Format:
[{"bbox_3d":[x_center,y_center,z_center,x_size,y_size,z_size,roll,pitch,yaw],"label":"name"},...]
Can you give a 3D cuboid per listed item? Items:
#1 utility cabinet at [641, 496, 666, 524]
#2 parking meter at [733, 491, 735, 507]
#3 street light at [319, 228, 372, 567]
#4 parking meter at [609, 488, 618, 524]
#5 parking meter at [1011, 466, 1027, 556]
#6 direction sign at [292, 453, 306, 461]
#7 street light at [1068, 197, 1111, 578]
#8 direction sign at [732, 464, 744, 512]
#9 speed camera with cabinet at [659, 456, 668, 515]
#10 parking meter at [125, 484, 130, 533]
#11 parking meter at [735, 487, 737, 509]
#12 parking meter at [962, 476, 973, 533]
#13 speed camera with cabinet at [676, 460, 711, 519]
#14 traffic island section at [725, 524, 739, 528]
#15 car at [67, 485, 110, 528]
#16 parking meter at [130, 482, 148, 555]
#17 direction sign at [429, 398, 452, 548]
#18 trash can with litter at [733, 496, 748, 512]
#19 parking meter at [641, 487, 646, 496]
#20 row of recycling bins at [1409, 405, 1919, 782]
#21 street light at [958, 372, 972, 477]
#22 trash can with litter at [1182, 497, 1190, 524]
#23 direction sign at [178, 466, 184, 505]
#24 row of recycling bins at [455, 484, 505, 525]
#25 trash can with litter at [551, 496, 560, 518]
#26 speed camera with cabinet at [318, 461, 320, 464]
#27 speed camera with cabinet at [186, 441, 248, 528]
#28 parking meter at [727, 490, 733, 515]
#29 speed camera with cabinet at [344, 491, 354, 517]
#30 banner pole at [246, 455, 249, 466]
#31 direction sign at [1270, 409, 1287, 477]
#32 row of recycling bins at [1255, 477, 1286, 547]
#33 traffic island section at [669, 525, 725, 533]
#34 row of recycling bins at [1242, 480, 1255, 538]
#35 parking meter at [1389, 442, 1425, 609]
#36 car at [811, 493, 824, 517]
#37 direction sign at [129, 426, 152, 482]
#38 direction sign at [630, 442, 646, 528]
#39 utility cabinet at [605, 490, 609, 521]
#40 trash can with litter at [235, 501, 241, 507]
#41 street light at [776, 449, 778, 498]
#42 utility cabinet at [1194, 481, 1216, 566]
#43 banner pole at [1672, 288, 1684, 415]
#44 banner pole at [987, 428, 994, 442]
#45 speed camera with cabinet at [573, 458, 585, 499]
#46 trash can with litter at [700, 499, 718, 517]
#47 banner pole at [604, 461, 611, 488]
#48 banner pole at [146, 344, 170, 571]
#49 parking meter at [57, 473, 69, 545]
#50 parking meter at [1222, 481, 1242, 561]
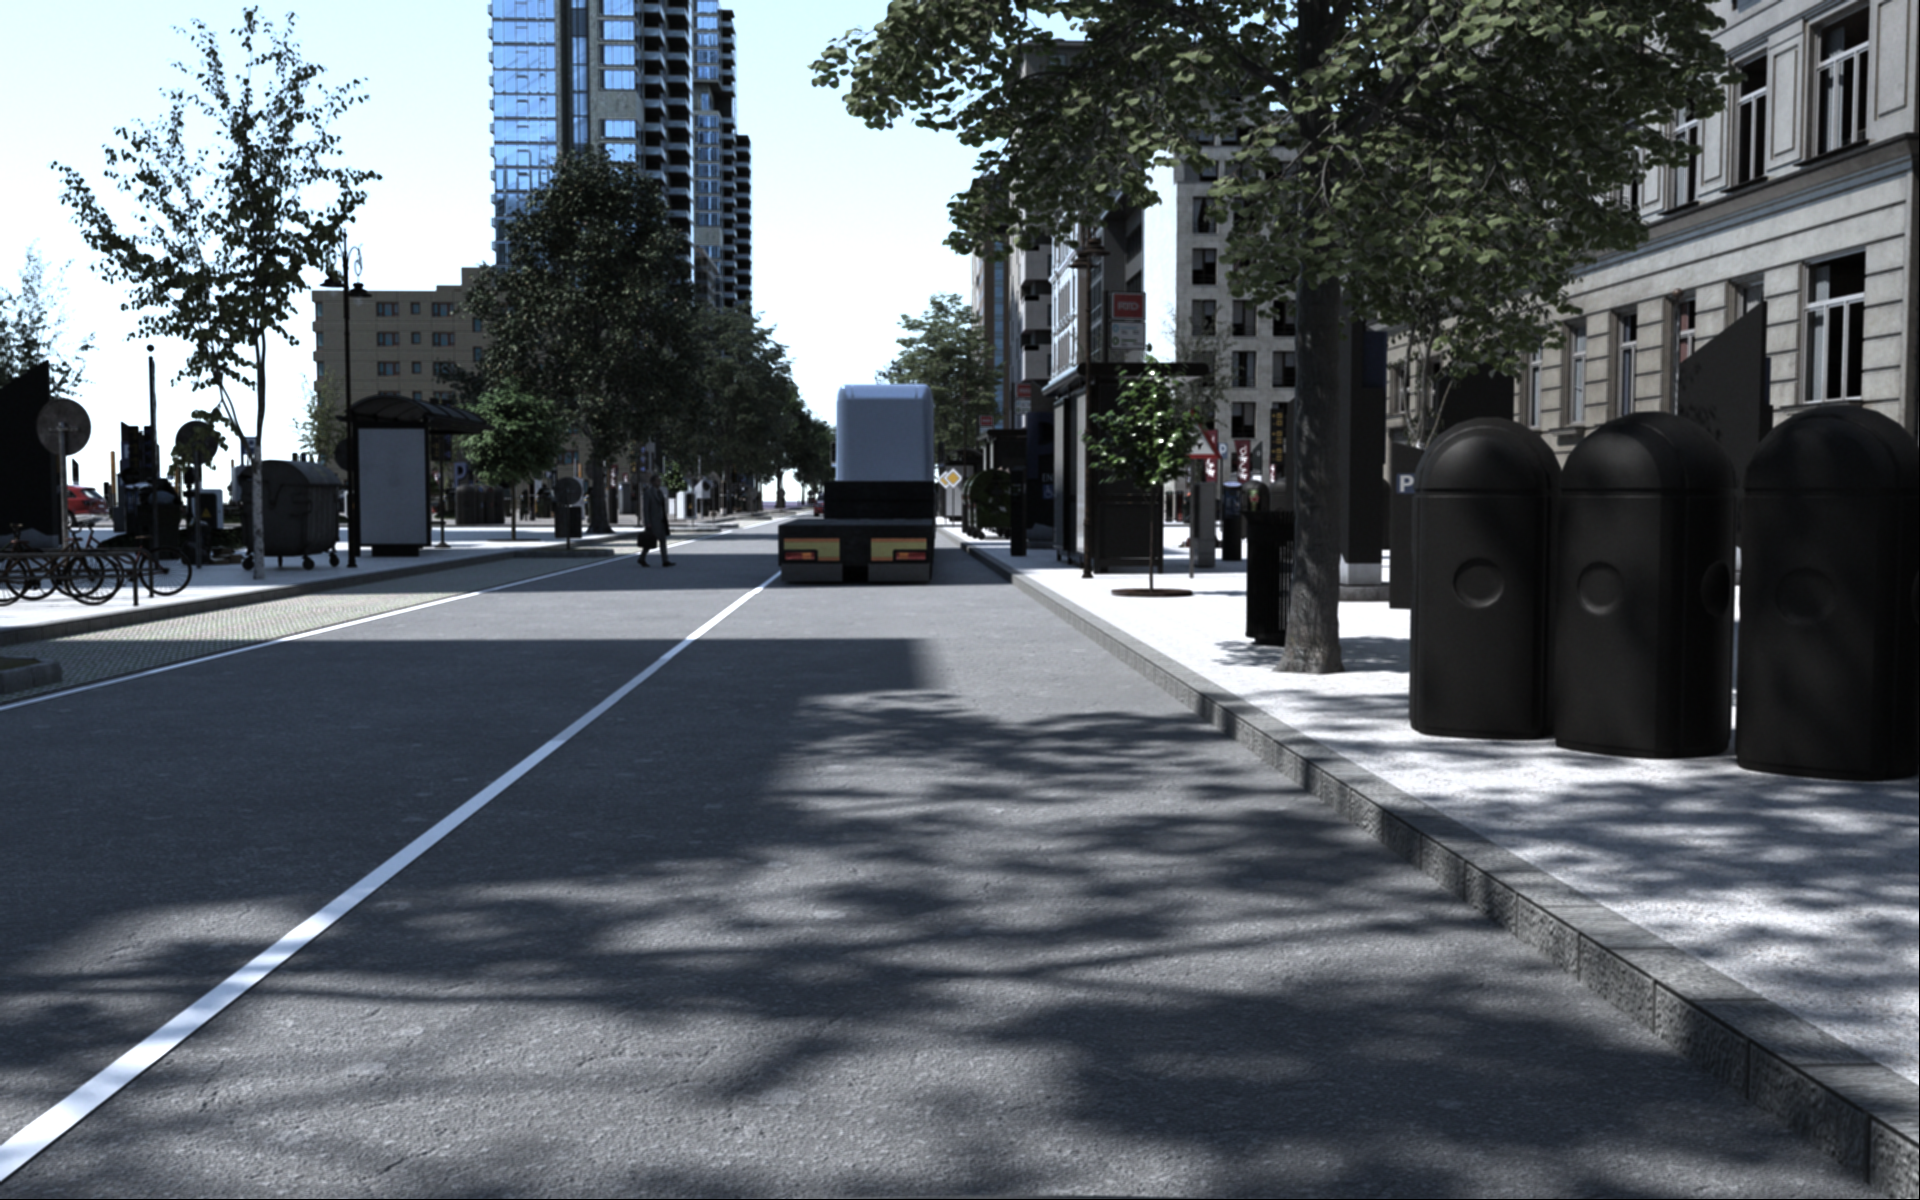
[{"bbox_3d":[-12.940,-3.793,73.185,1.020,1.237,0.306,0,4,-4],"label":"utility cabinet"},{"bbox_3d":[-19.461,-8.552,148.237,0.372,1.533,0.369,0,3,0],"label":"parking meter"},{"bbox_3d":[-10.671,-3.513,30.222,0.468,5.910,1.993,0,4,-3],"label":"street light"},{"bbox_3d":[-14.987,-4.062,74.826,0.372,1.533,0.369,0,3,0],"label":"parking meter"},{"bbox_3d":[1.215,-1.848,35.933,0.255,1.863,0.399,1,4,17],"label":"parking meter"},{"bbox_3d":[-36.133,-6.288,94.800,0.379,3.537,0.876,2,4,34],"label":"direction sign"},{"bbox_3d":[1.948,-3.273,26.294,0.468,5.910,1.993,0,4,-3],"label":"street light"},{"bbox_3d":[-15.635,-7.946,121.912,0.876,3.537,0.379,1,4,9],"label":"direction sign"},{"bbox_3d":[-15.910,-5.905,90.886,0.660,3.252,2.038,-2,4,-28],"label":"speed camera with cabinet"},{"bbox_3d":[-20.792,-2.152,43.593,0.372,1.533,0.369,0,3,0],"label":"parking meter"},{"bbox_3d":[-18.750,-8.538,145.308,0.255,1.863,0.399,0,4,4],"label":"parking meter"},{"bbox_3d":[0.274,-3.143,57.105,0.399,1.863,0.255,-1,4,-12],"label":"parking meter"},{"bbox_3d":[-13.619,-5.763,88.563,0.660,3.252,2.038,2,4,33],"label":"speed camera with cabinet"},{"bbox_3d":[-10.471,-3.132,73.482,2.009,0.180,2.903,0,4,-3],"label":"traffic island section"},{"bbox_3d":[-36.347,-3.632,68.056,5.304,1.827,2.281,0,4,-4],"label":"car"},{"bbox_3d":[-17.125,-1.709,36.349,0.372,1.533,0.369,0,3,0],"label":"parking meter"},{"bbox_3d":[-12.326,-3.007,41.165,0.379,3.537,0.876,1,4,14],"label":"direction sign"},{"bbox_3d":[-15.862,-6.998,125.802,1.055,1.170,0.624,2,4,30],"label":"trash can with litter"},{"bbox_3d":[-25.582,-8.217,140.053,0.255,1.863,0.399,-3,5,-43],"label":"parking meter"},{"bbox_3d":[3.825,-0.081,8.436,3.534,1.692,1.069,3,5,43],"label":"row of recycling bins"},{"bbox_3d":[0.189,-5.669,65.474,0.468,5.910,1.993,0,4,-3],"label":"street light"},{"bbox_3d":[10.034,-3.844,74.236,1.055,1.170,0.624,2,4,32],"label":"trash can with litter"},{"bbox_3d":[-63.137,-9.095,140.705,0.876,3.537,0.379,-1,4,-20],"label":"direction sign"},{"bbox_3d":[-20.460,-4.073,73.700,1.069,1.692,3.534,1,4,11],"label":"row of recycling bins"},{"bbox_3d":[-22.157,-5.102,94.802,0.624,1.170,1.055,0,4,-5],"label":"trash can with litter"},{"bbox_3d":[-38.457,-6.669,103.377,0.660,3.252,2.038,-1,4,-22],"label":"speed camera with cabinet"},{"bbox_3d":[-23.684,-3.746,55.576,2.038,3.252,0.660,-3,4,-36],"label":"speed camera with cabinet"},{"bbox_3d":[-14.440,-6.027,106.954,0.372,1.533,0.369,0,3,0],"label":"parking meter"},{"bbox_3d":[-29.964,-5.689,87.350,2.038,3.252,0.660,0,4,4],"label":"speed camera with cabinet"},{"bbox_3d":[-36.098,-5.982,87.822,0.401,3.779,0.863,-2,4,-33],"label":"banner pole"},{"bbox_3d":[8.654,-3.296,45.886,0.876,3.537,0.379,0,4,4],"label":"direction sign"},{"bbox_3d":[8.759,-2.085,41.195,1.069,1.692,3.534,-3,4,-37],"label":"row of recycling bins"},{"bbox_3d":[-10.120,-2.644,65.505,2.009,0.180,2.903,0,4,-3],"label":"traffic island section"},{"bbox_3d":[9.874,-2.699,51.249,3.534,1.692,1.069,-1,4,-23],"label":"row of recycling bins"},{"bbox_3d":[5.033,-0.835,19.368,0.399,1.863,0.255,2,4,30],"label":"parking meter"},{"bbox_3d":[-8.396,-6.217,110.694,2.155,1.783,4.494,0,4,-3],"label":"car"},{"bbox_3d":[-27.067,-3.997,57.356,0.876,3.537,0.379,0,4,7],"label":"direction sign"},{"bbox_3d":[-12.257,-4.524,65.959,0.876,3.537,0.379,3,4,39],"label":"direction sign"},{"bbox_3d":[-16.672,-4.462,81.633,0.318,1.500,1.173,0,4,-8],"label":"utility cabinet"},{"bbox_3d":[-49.765,-6.659,119.924,2.233,1.210,1.678,1,4,14],"label":"trash can with litter"},{"bbox_3d":[-15.827,-10.848,150.154,0.468,5.910,1.993,0,4,-3],"label":"street light"},{"bbox_3d":[4.307,-1.350,30.757,0.318,1.500,1.173,0,4,1],"label":"utility cabinet"},{"bbox_3d":[8.661,-1.894,20.984,0.401,3.779,0.863,1,4,20],"label":"banner pole"},{"bbox_3d":[1.168,-4.646,65.977,0.401,3.779,0.863,-2,4,-24],"label":"banner pole"},{"bbox_3d":[-20.947,-6.161,95.068,0.660,3.252,2.038,-1,4,-10],"label":"speed camera with cabinet"},{"bbox_3d":[-14.285,-5.329,98.517,1.055,1.170,0.624,0,4,-5],"label":"trash can with litter"},{"bbox_3d":[-15.780,-5.335,77.250,0.863,3.779,0.401,2,4,35],"label":"banner pole"},{"bbox_3d":[-13.398,-2.374,28.828,0.401,3.779,0.863,-2,4,-30],"label":"banner pole"},{"bbox_3d":[-22.755,-2.326,43.738,0.399,1.863,0.255,-2,4,-30],"label":"parking meter"},{"bbox_3d":[5.247,-1.528,33.397,0.372,1.533,0.369,0,3,0],"label":"parking meter"}]
